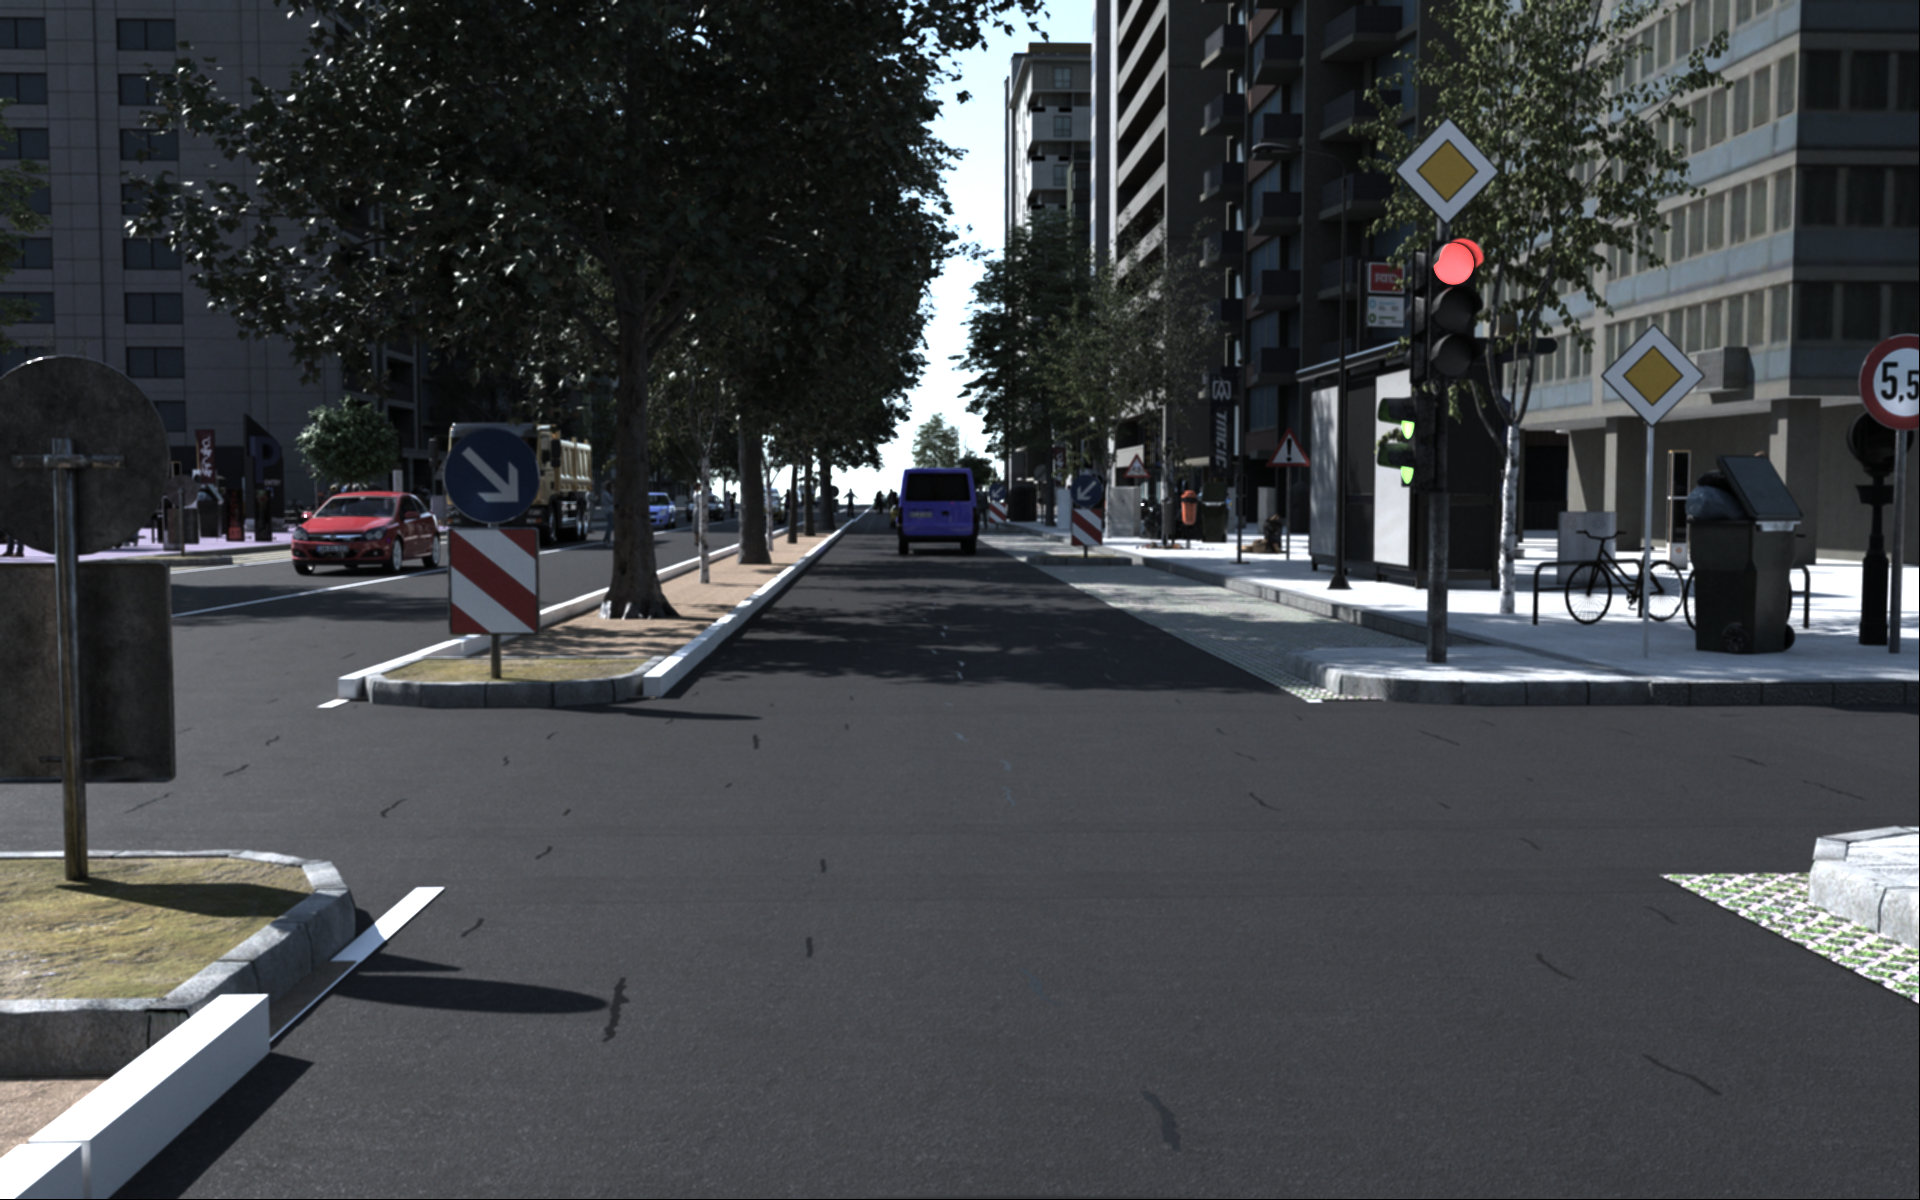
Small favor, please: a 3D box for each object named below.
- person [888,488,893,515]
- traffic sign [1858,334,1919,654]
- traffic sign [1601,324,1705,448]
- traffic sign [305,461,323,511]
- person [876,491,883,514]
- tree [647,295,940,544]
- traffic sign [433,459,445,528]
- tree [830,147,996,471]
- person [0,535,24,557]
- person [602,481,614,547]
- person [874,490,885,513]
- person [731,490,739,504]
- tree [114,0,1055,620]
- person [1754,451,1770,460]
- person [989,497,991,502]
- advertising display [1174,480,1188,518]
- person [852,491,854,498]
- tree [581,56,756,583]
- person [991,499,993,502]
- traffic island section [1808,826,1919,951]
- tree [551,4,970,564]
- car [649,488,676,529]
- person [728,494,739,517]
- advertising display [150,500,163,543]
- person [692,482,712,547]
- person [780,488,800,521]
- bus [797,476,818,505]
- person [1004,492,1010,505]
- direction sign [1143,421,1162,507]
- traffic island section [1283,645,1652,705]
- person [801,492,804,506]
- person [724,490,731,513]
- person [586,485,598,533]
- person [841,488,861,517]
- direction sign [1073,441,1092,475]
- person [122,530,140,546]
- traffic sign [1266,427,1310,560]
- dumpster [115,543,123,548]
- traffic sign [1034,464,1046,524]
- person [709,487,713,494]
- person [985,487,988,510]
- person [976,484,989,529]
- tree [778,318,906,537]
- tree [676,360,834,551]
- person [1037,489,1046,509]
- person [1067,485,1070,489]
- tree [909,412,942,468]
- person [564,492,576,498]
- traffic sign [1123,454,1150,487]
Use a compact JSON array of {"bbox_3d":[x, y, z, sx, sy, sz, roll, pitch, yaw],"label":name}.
[{"bbox_3d":[-4.602,-6.592,116.368,0.705,1.812,1.348,1,4,17],"label":"person"},{"bbox_3d":[7.531,-0.843,13.884,0.768,2.556,0.104,0,4,-2],"label":"traffic sign"},{"bbox_3d":[5.396,-0.841,13.491,0.795,2.593,0.064,0,4,1],"label":"traffic sign"},{"bbox_3d":[-21.350,-3.508,57.468,0.768,2.556,0.104,0,4,2],"label":"traffic sign"},{"bbox_3d":[-5.733,-6.935,123.351,0.593,1.643,0.415,0,4,5],"label":"person"},{"bbox_3d":[-4.843,-6.874,49.257,8.767,10.594,7.601,0,4,-2],"label":"tree"},{"bbox_3d":[-19.295,-3.961,64.758,0.884,2.594,0.081,0,4,7],"label":"traffic sign"},{"bbox_3d":[-5.024,-13.602,80.737,12.611,20.169,13.585,0,3,0],"label":"tree"},{"bbox_3d":[-19.233,-1.775,35.248,0.721,1.800,0.419,2,4,31],"label":"person"},{"bbox_3d":[-9.600,-2.361,47.364,0.793,1.790,0.793,-3,5,-41],"label":"person"},{"bbox_3d":[-5.921,-7.244,127.662,0.721,1.735,1.217,-3,5,-41],"label":"person"},{"bbox_3d":[-30.202,-13.831,232.309,1.348,1.807,0.705,-1,4,-10],"label":"person"},{"bbox_3d":[-3.776,-6.128,19.656,9.611,12.733,9.660,0,3,0],"label":"tree"},{"bbox_3d":[8.950,-0.784,19.403,0.519,1.759,0.362,2,4,26],"label":"person"},{"bbox_3d":[4.139,-13.885,233.846,0.721,1.735,1.217,2,4,26],"label":"person"},{"bbox_3d":[9.835,-4.399,77.141,0.123,1.923,0.974,-1,4,-23],"label":"advertising display"},{"bbox_3d":[-11.672,-10.991,188.725,0.721,1.766,1.217,0,4,1],"label":"person"},{"bbox_3d":[-4.127,-4.574,27.609,4.737,8.622,4.395,0,3,0],"label":"tree"},{"bbox_3d":[3.797,-12.339,208.724,0.436,1.711,0.756,1,4,14],"label":"person"},{"bbox_3d":[3.996,1.043,5.229,2.009,0.180,2.903,0,4,-2],"label":"traffic island section"},{"bbox_3d":[-4.191,-7.689,34.833,9.857,13.997,8.962,0,3,0],"label":"tree"},{"bbox_3d":[-12.754,-3.807,71.831,1.945,1.707,3.694,0,4,-4],"label":"car"},{"bbox_3d":[-13.926,-5.778,106.230,0.557,1.426,1.065,2,4,27],"label":"person"},{"bbox_3d":[-20.775,-2.442,45.145,0.974,1.923,0.123,2,4,28],"label":"advertising display"},{"bbox_3d":[-7.067,-2.340,47.327,0.524,1.755,0.480,-1,4,-18],"label":"person"},{"bbox_3d":[-9.223,-5.133,93.101,1.217,1.739,0.721,0,4,5],"label":"person"},{"bbox_3d":[-20.893,-15.037,237.403,2.896,3.916,12.252,0,4,-3],"label":"bus"},{"bbox_3d":[5.524,-12.485,210.193,1.348,1.822,0.705,-1,4,-22],"label":"person"},{"bbox_3d":[6.007,-3.793,54.021,0.876,3.537,0.379,-3,5,-45],"label":"direction sign"},{"bbox_3d":[3.655,0.555,13.207,2.009,0.180,2.903,0,4,-2],"label":"traffic island section"},{"bbox_3d":[-19.506,-12.484,213.528,0.530,1.710,0.541,0,4,1],"label":"person"},{"bbox_3d":[-17.747,-7.547,132.560,0.551,1.740,0.621,-3,5,-42],"label":"person"},{"bbox_3d":[-13.461,-3.346,63.395,0.466,1.800,0.511,-2,4,-29],"label":"person"},{"bbox_3d":[-6.820,-6.099,108.200,1.348,1.826,0.705,1,4,16],"label":"person"},{"bbox_3d":[5.224,-5.007,73.854,0.876,3.537,0.379,-1,4,-16],"label":"direction sign"},{"bbox_3d":[-20.508,-1.888,42.413,0.738,1.151,1.012,-1,4,-20],"label":"person"},{"bbox_3d":[6.389,-2.060,33.680,0.884,2.594,0.081,0,4,3],"label":"traffic sign"},{"bbox_3d":[-20.343,-2.306,40.192,1.502,2.255,1.985,0,4,-3],"label":"dumpster"},{"bbox_3d":[3.516,-4.505,73.769,0.768,2.556,0.104,0,4,4],"label":"traffic sign"},{"bbox_3d":[-14.704,-5.772,102.744,0.709,1.838,0.599,3,5,44],"label":"person"},{"bbox_3d":[2.102,-8.103,138.512,1.348,1.826,0.705,-1,4,-15],"label":"person"},{"bbox_3d":[0.822,-3.434,64.825,0.661,1.801,0.590,-1,4,-22],"label":"person"},{"bbox_3d":[-5.183,-7.942,58.066,9.928,11.665,9.643,0,3,0],"label":"tree"},{"bbox_3d":[-4.722,-5.501,42.762,4.360,8.622,3.978,0,3,0],"label":"tree"},{"bbox_3d":[6.822,-8.639,148.082,1.217,1.735,0.721,-1,4,-18],"label":"person"},{"bbox_3d":[6.609,-6.093,105.605,0.705,1.831,1.348,0,4,-5],"label":"person"},{"bbox_3d":[-3.470,-19.536,237.547,7.486,12.596,7.792,0,3,0],"label":"tree"},{"bbox_3d":[-27.545,-7.125,122.167,0.705,1.869,1.348,2,4,31],"label":"person"},{"bbox_3d":[5.682,-3.410,55.763,0.884,2.594,0.081,0,4,2],"label":"traffic sign"}]
